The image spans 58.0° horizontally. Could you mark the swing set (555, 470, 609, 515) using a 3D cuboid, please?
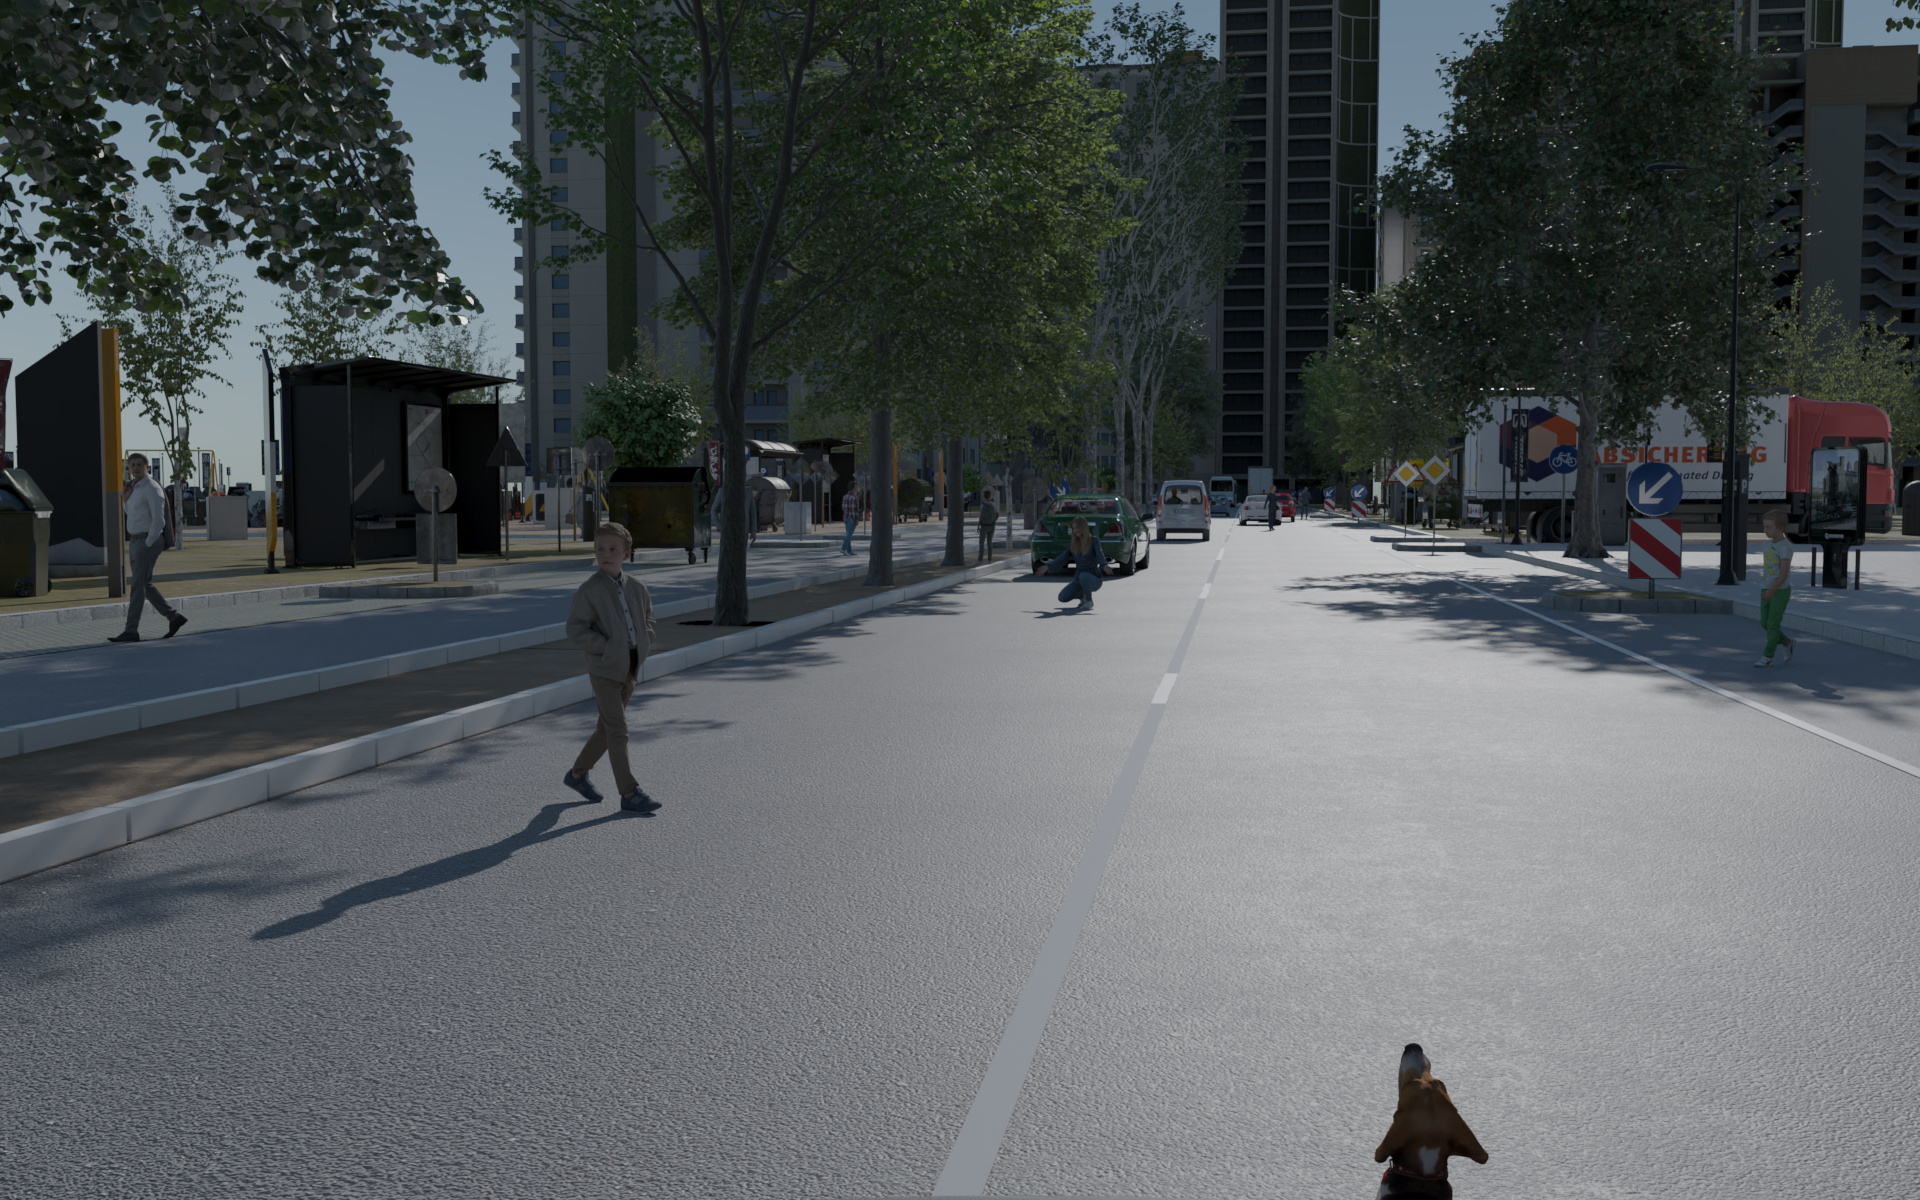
[{"bbox_3d":[-19.445,-5.520,87.871,2.862,2.851,3.119,0,4,6],"label":"swing set"}]

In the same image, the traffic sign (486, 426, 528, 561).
[{"bbox_3d":[-8.719,-2.036,33.301,0.884,2.594,0.081,1,4,16],"label":"traffic sign"}]

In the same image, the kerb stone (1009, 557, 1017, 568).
[{"bbox_3d":[0.949,-0.710,33.894,0.120,0.150,1.000,1,4,9],"label":"kerb stone"}]

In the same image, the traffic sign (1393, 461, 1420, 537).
[{"bbox_3d":[13.411,-2.963,52.092,0.795,2.450,0.064,1,4,9],"label":"traffic sign"}]

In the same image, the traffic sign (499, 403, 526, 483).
[{"bbox_3d":[-10.846,-2.763,39.046,2.265,3.308,0.079,1,4,14],"label":"traffic sign"}]

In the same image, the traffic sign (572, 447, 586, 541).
[{"bbox_3d":[-10.528,-2.885,47.275,0.768,2.556,0.104,1,4,15],"label":"traffic sign"}]

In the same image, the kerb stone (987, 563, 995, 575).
[{"bbox_3d":[0.449,-0.528,30.853,0.120,0.150,1.000,1,4,9],"label":"kerb stone"}]

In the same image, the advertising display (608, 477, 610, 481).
[{"bbox_3d":[-11.081,-3.172,57.074,0.974,1.923,0.123,-1,4,-10],"label":"advertising display"}]

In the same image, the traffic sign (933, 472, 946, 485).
[{"bbox_3d":[-1.139,-5.939,97.201,0.768,2.556,0.104,1,4,19],"label":"traffic sign"}]

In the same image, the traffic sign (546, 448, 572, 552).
[{"bbox_3d":[-8.839,-2.205,38.174,0.606,2.300,0.079,1,4,13],"label":"traffic sign"}]

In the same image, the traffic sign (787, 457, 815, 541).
[{"bbox_3d":[-4.308,-2.648,46.930,0.795,2.450,0.064,1,4,9],"label":"traffic sign"}]

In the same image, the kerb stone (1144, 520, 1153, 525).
[{"bbox_3d":[9.042,-3.719,83.048,0.120,0.150,1.000,1,4,9],"label":"kerb stone"}]

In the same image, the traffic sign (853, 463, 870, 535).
[{"bbox_3d":[-3.010,-3.129,54.809,0.795,2.450,0.064,1,4,9],"label":"traffic sign"}]

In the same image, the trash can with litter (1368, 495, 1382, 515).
[{"bbox_3d":[24.934,-5.724,104.648,1.678,1.210,2.233,2,4,25],"label":"trash can with litter"}]

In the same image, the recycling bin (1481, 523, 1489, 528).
[{"bbox_3d":[20.512,-3.295,66.425,0.722,1.027,0.722,-2,4,-24],"label":"recycling bin"}]

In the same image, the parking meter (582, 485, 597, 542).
[{"bbox_3d":[-10.005,-2.347,46.778,0.372,1.533,0.369,0,3,0],"label":"parking meter"}]

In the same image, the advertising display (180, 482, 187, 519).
[{"bbox_3d":[-40.267,-5.178,89.870,0.123,1.923,0.974,-1,4,-11],"label":"advertising display"}]

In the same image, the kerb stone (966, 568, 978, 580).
[{"bbox_3d":[0.117,-0.406,28.833,0.120,0.150,1.000,1,4,9],"label":"kerb stone"}]

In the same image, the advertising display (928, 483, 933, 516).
[{"bbox_3d":[-1.813,-5.896,101.617,0.123,1.923,0.974,1,4,20],"label":"advertising display"}]

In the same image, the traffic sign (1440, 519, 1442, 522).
[{"bbox_3d":[21.808,-4.791,78.447,0.768,2.556,0.104,1,4,19],"label":"traffic sign"}]

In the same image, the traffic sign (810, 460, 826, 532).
[{"bbox_3d":[-4.933,-3.537,59.012,0.795,2.450,0.064,1,4,15],"label":"traffic sign"}]

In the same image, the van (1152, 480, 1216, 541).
[{"bbox_3d":[7.024,-2.893,54.308,2.013,2.044,4.112,1,4,8],"label":"van"}]

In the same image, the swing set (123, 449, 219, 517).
[{"bbox_3d":[-27.671,-3.879,61.037,3.119,2.851,2.862,-1,4,-13],"label":"swing set"}]

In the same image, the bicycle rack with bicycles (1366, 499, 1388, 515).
[{"bbox_3d":[30.185,-6.582,120.996,2.925,0.926,2.852,0,4,0],"label":"bicycle rack with bicycles"}]

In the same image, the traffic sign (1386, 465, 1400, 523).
[{"bbox_3d":[19.482,-4.738,77.470,0.884,2.594,0.081,1,4,16],"label":"traffic sign"}]

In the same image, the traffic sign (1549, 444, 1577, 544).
[{"bbox_3d":[15.484,-2.711,44.427,0.768,2.556,0.104,1,4,11],"label":"traffic sign"}]

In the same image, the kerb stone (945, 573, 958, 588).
[{"bbox_3d":[-0.217,-0.276,26.811,0.120,0.150,1.000,1,4,9],"label":"kerb stone"}]

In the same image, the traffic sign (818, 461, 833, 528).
[{"bbox_3d":[-5.222,-4.027,65.950,0.768,2.556,0.104,1,4,16],"label":"traffic sign"}]

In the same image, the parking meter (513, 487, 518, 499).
[{"bbox_3d":[-33.524,-7.640,130.629,0.399,1.863,0.255,0,4,-8],"label":"parking meter"}]

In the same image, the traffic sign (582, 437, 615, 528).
[{"bbox_3d":[-8.018,-2.339,38.346,0.768,2.556,0.104,1,4,11],"label":"traffic sign"}]

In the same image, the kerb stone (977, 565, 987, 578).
[{"bbox_3d":[0.285,-0.468,29.842,0.120,0.150,1.000,1,4,9],"label":"kerb stone"}]

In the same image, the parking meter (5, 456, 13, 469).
[{"bbox_3d":[-14.195,-1.220,25.657,0.399,1.863,0.255,3,5,41],"label":"parking meter"}]

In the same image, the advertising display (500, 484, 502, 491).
[{"bbox_3d":[-28.534,-6.173,106.142,0.974,1.923,0.123,1,4,13],"label":"advertising display"}]

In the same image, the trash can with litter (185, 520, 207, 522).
[{"bbox_3d":[-34.954,-4.133,78.629,1.678,1.210,2.233,1,4,18],"label":"trash can with litter"}]

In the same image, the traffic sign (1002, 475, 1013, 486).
[{"bbox_3d":[3.087,-6.876,112.527,0.768,2.556,0.104,1,4,10],"label":"traffic sign"}]

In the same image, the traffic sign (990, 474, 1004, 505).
[{"bbox_3d":[2.315,-6.663,108.936,0.884,2.594,0.081,1,4,19],"label":"traffic sign"}]

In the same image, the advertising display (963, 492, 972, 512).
[{"bbox_3d":[0.383,-7.289,124.391,0.974,1.923,0.123,-2,4,-28],"label":"advertising display"}]

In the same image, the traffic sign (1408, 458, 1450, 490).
[{"bbox_3d":[26.395,-6.346,97.628,2.265,3.308,0.079,1,4,13],"label":"traffic sign"}]

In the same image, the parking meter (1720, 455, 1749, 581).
[{"bbox_3d":[11.434,-1.215,25.573,0.399,1.863,0.255,-3,5,-43],"label":"parking meter"}]

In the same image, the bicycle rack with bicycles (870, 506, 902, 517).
[{"bbox_3d":[-4.163,-5.241,99.074,2.852,0.926,2.925,3,5,41],"label":"bicycle rack with bicycles"}]

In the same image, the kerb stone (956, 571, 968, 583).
[{"bbox_3d":[-0.057,-0.341,27.821,0.120,0.150,1.000,1,4,9],"label":"kerb stone"}]

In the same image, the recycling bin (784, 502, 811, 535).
[{"bbox_3d":[-5.166,-2.608,55.194,0.722,1.027,0.722,1,4,9],"label":"recycling bin"}]

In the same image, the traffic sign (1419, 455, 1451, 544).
[{"bbox_3d":[12.112,-2.481,44.213,0.795,2.450,0.064,1,4,9],"label":"traffic sign"}]

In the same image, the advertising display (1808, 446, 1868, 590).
[{"bbox_3d":[11.921,-1.122,23.551,0.123,1.923,0.974,-1,4,-12],"label":"advertising display"}]

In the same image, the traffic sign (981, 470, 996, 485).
[{"bbox_3d":[1.548,-5.817,95.108,0.884,2.594,0.081,1,4,10],"label":"traffic sign"}]

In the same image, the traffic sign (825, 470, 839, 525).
[{"bbox_3d":[-5.364,-4.291,71.336,0.795,2.450,0.064,1,4,12],"label":"traffic sign"}]

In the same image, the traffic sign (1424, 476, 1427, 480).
[{"bbox_3d":[26.441,-5.941,97.247,0.768,2.556,0.104,1,4,11],"label":"traffic sign"}]

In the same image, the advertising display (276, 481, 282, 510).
[{"bbox_3d":[-32.861,-4.768,83.164,0.123,1.923,0.974,3,4,38],"label":"advertising display"}]

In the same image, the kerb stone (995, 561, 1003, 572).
[{"bbox_3d":[0.617,-0.588,31.866,0.120,0.150,1.000,1,4,9],"label":"kerb stone"}]

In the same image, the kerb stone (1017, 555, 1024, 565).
[{"bbox_3d":[1.115,-0.777,34.906,0.120,0.150,1.000,1,4,9],"label":"kerb stone"}]

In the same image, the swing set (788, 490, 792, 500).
[{"bbox_3d":[-7.637,-5.611,89.360,2.862,2.851,3.119,0,4,6],"label":"swing set"}]

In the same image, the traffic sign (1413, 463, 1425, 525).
[{"bbox_3d":[18.954,-4.414,72.165,0.884,2.594,0.081,1,4,17],"label":"traffic sign"}]

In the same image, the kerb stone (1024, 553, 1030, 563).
[{"bbox_3d":[1.287,-0.839,35.914,0.120,0.150,1.000,1,4,9],"label":"kerb stone"}]

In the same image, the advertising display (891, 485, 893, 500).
[{"bbox_3d":[-4.742,-7.098,121.266,0.974,1.923,0.123,1,4,17],"label":"advertising display"}]

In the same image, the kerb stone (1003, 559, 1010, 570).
[{"bbox_3d":[0.782,-0.653,32.876,0.120,0.150,1.000,1,4,9],"label":"kerb stone"}]
